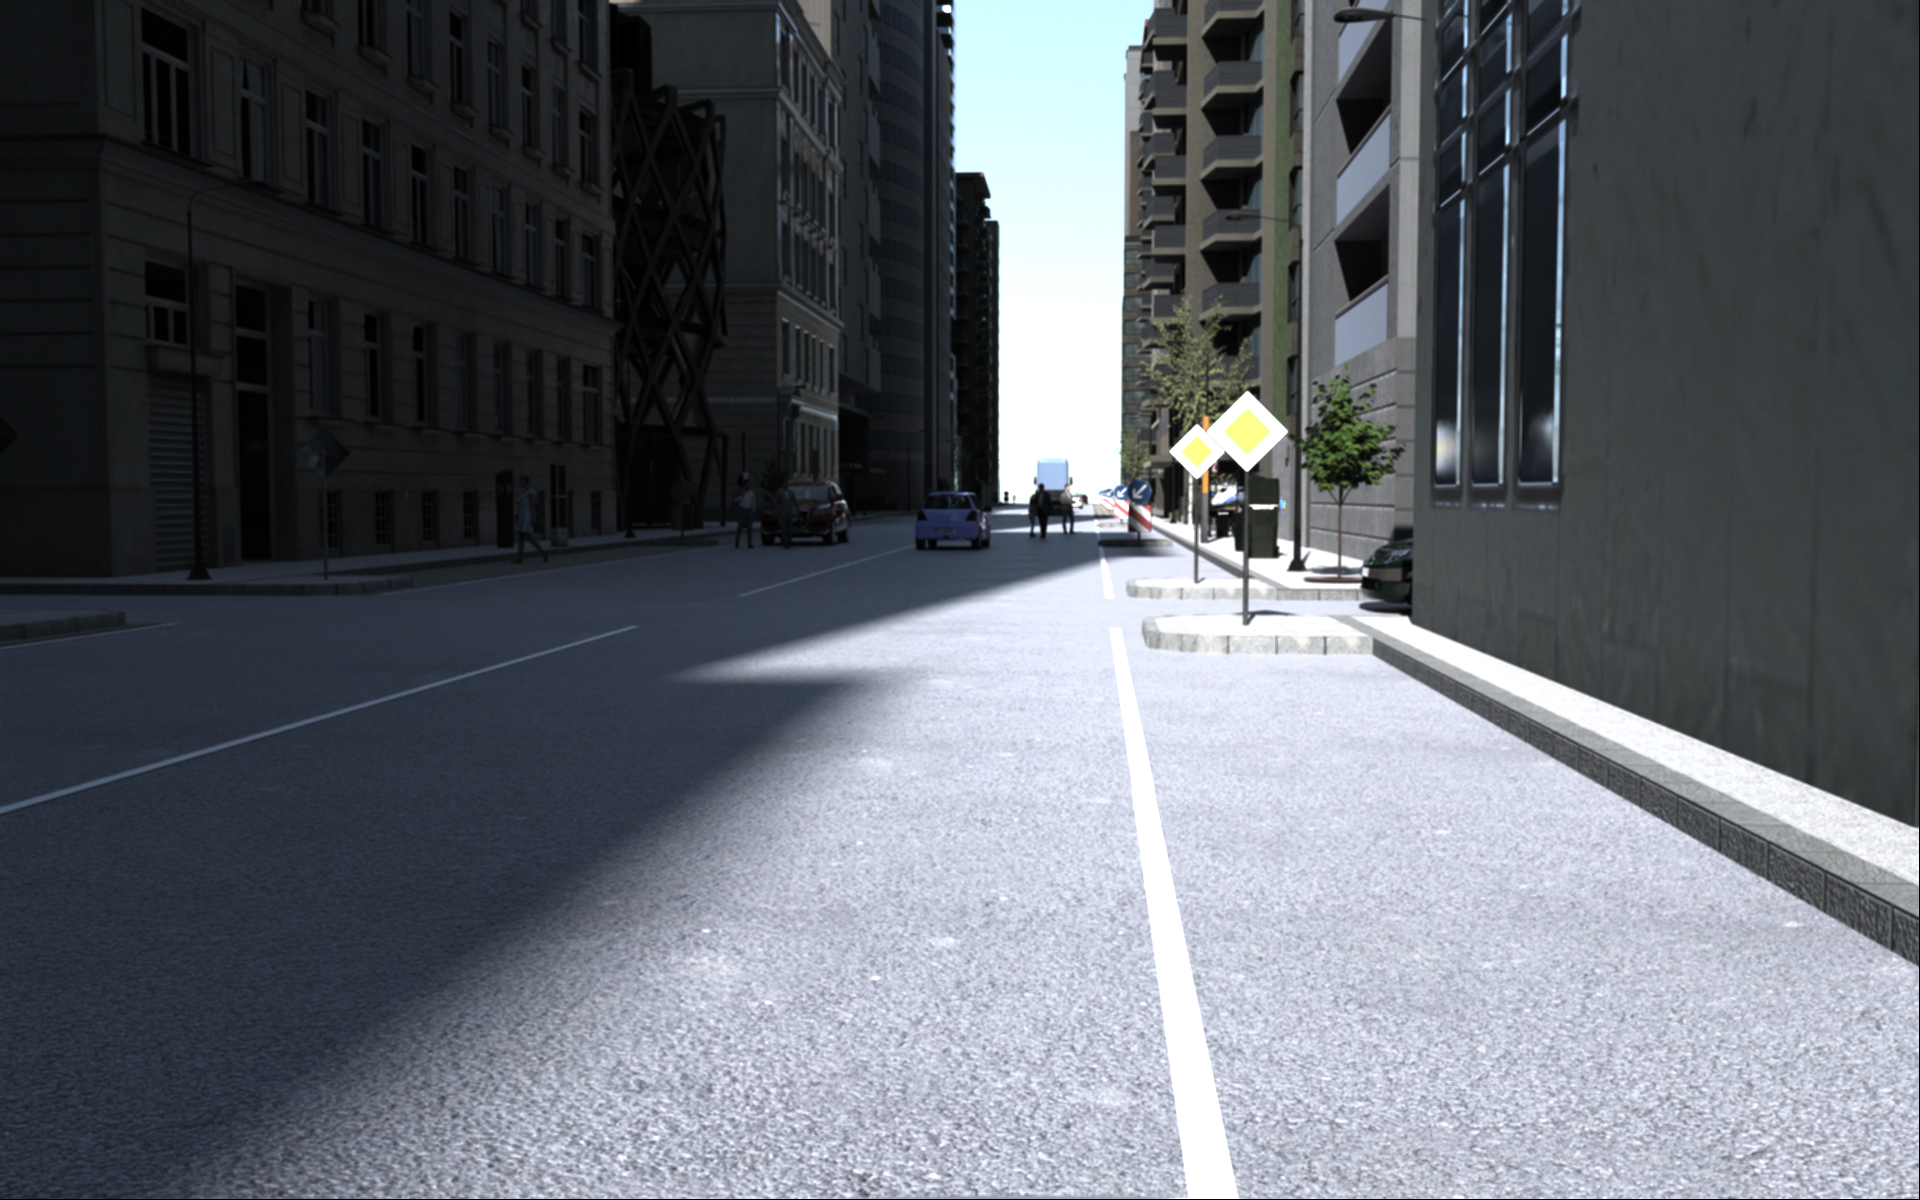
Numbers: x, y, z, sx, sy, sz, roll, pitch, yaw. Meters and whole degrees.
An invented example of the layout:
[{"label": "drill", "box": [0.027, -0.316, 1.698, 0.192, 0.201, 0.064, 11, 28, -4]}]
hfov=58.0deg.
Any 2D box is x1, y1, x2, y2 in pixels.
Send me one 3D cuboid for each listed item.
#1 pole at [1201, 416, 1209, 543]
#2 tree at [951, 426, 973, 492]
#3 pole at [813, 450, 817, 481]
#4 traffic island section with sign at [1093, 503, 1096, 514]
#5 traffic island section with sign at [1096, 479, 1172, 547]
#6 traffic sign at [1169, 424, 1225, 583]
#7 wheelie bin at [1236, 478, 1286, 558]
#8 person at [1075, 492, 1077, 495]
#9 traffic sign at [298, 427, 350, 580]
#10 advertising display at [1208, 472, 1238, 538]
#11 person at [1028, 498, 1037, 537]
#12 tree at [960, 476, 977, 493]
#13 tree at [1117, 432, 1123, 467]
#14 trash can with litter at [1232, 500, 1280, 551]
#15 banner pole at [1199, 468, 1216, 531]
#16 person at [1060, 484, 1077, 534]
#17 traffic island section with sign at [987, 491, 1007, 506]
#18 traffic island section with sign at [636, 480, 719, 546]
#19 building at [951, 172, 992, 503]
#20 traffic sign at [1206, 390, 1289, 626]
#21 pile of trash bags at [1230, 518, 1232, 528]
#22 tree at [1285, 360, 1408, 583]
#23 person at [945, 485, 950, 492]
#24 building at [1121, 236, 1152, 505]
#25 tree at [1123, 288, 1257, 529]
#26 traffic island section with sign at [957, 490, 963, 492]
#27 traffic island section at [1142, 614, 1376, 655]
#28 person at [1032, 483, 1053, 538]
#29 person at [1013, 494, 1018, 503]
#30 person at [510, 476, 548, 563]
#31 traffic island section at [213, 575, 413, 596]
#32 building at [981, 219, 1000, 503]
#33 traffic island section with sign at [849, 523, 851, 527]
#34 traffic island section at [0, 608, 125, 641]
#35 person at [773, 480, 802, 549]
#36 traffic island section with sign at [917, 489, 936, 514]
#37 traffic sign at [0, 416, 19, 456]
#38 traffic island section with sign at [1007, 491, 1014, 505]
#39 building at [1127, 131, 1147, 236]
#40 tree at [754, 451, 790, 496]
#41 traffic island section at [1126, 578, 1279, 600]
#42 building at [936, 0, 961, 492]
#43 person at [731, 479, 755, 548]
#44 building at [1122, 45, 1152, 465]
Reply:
[{"label": "pole", "box": [6.403, -3.146, 45.278, 0.158, 3.312, 0.155, 0, 3, 0]}, {"label": "tree", "box": [-0.443, -13.915, 177.865, 4.360, 8.622, 3.978, 0, 3, 0]}, {"label": "pole", "box": [-6.729, -5.306, 80.603, 0.158, 3.312, 0.155, 0, 3, 0]}, {"label": "traffic island section with sign", "box": [6.857, -4.037, 74.634, 1.989, 1.847, 2.006, 0, 4, 4]}, {"label": "traffic island section with sign", "box": [4.817, -2.393, 47.746, 1.989, 1.847, 2.006, 0, 4, 4]}, {"label": "traffic sign", "box": [3.389, -1.295, 24.821, 0.795, 2.450, 0.064, 0, 4, 4]}, {"label": "wheelie bin", "box": [6.036, -1.643, 34.764, 0.980, 1.594, 0.693, 0, 4, 7]}, {"label": "person", "box": [16.631, -14.468, 245.855, 0.445, 1.727, 0.742, 3, 5, 42]}, {"label": "traffic sign", "box": [-9.467, -1.356, 25.812, 0.795, 2.450, 0.064, 0, 4, 4]}, {"label": "advertising display", "box": [7.746, -2.806, 51.091, 0.974, 1.923, 0.123, -2, 4, -24]}, {"label": "person", "box": [2.441, -2.759, 57.883, 0.394, 1.301, 0.425, -3, 5, -40]}, {"label": "tree", "box": [0.986, -12.009, 190.953, 1.663, 3.219, 1.824, 0, 3, 0]}, {"label": "tree", "box": [18.408, -14.243, 183.230, 4.737, 8.622, 4.395, 0, 3, 0]}, {"label": "trash can with litter", "box": [6.632, -1.675, 38.768, 1.055, 1.170, 0.624, 2, 4, 27]}, {"label": "banner pole", "box": [8.610, -4.289, 60.143, 0.863, 3.779, 0.401, 0, 4, -5]}, {"label": "person", "box": [3.945, -3.294, 62.554, 0.583, 1.804, 0.606, 3, 5, 42]}, {"label": "traffic island section with sign", "box": [4.299, -12.185, 207.844, 1.989, 1.847, 2.006, 0, 4, 4]}, {"label": "traffic island section with sign", "box": [-7.798, -2.420, 48.189, 1.989, 1.847, 2.006, 0, 4, 4]}, {"label": "building", "box": [-7.297, -35.219, 230.457, 22.147, 44.769, 28.867, 0, 4, 4]}, {"label": "traffic sign", "box": [2.785, -0.808, 16.859, 0.795, 2.450, 0.064, 0, 4, 4]}, {"label": "pile of trash bags", "box": [11.182, -3.448, 66.127, 1.912, 1.369, 3.447, -1, 4, -12]}, {"label": "tree", "box": [5.544, -1.869, 25.152, 1.663, 3.219, 1.824, 0, 3, 0]}, {"label": "person", "box": [-0.451, -3.385, 64.186, 0.721, 1.781, 0.623, 3, 5, 42]}, {"label": "building", "box": [25.321, -25.858, 194.473, 14.160, 30.474, 14.107, 0, 4, 4]}, {"label": "tree", "box": [8.645, -6.886, 62.956, 4.737, 8.622, 4.395, 0, 3, 0]}, {"label": "traffic island section with sign", "box": [0.048, -8.762, 151.878, 1.989, 1.847, 2.006, 0, 4, 4]}, {"label": "traffic island section", "box": [2.809, 0.327, 16.934, 2.009, 0.180, 2.903, 0, 4, 4]}, {"label": "person", "box": [2.676, -2.916, 56.568, 0.661, 1.777, 0.834, 1, 4, 12]}, {"label": "person", "box": [7.814, -14.531, 249.307, 0.991, 1.433, 0.599, -1, 4, -10]}, {"label": "person", "box": [-8.938, -1.663, 35.784, 0.778, 1.811, 0.616, -2, 4, -29]}, {"label": "traffic island section", "box": [-9.491, -0.220, 25.876, 2.009, 0.180, 2.903, 0, 4, 4]}, {"label": "building", "box": [-1.626, -34.769, 252.059, 14.154, 41.232, 14.086, 0, 4, 4]}, {"label": "traffic island section with sign", "box": [-5.764, -4.064, 75.068, 1.989, 1.847, 2.006, 0, 4, 4]}, {"label": "traffic island section", "box": [-10.095, 0.267, 17.913, 2.009, 0.180, 2.903, 0, 4, 4]}, {"label": "person", "box": [-4.532, -2.249, 45.384, 0.709, 1.813, 0.853, -2, 4, -27]}, {"label": "traffic island section with sign", "box": [-2.029, -7.080, 124.382, 1.989, 1.847, 2.006, 0, 4, 4]}, {"label": "traffic sign", "box": [-10.071, -0.869, 17.850, 0.795, 2.450, 0.064, 0, 4, 4]}, {"label": "traffic island section with sign", "box": [6.350, -13.836, 234.840, 1.989, 1.847, 2.006, 0, 4, 4]}, {"label": "building", "box": [27.160, -34.151, 208.483, 14.600, 45.320, 14.200, 0, 4, 4]}, {"label": "tree", "box": [-8.491, -5.095, 77.912, 1.663, 3.219, 1.824, 0, 3, 0]}, {"label": "traffic island section", "box": [3.413, -0.160, 24.896, 2.009, 0.180, 2.903, 0, 4, 4]}, {"label": "building", "box": [-10.604, -54.221, 199.182, 22.319, 86.520, 31.000, 0, 4, 4]}, {"label": "person", "box": [-5.749, -2.288, 46.005, 0.679, 1.850, 0.850, -2, 4, -33]}, {"label": "building", "box": [32.141, -42.014, 228.931, 21.231, 58.520, 28.212, 0, 4, 4]}]
